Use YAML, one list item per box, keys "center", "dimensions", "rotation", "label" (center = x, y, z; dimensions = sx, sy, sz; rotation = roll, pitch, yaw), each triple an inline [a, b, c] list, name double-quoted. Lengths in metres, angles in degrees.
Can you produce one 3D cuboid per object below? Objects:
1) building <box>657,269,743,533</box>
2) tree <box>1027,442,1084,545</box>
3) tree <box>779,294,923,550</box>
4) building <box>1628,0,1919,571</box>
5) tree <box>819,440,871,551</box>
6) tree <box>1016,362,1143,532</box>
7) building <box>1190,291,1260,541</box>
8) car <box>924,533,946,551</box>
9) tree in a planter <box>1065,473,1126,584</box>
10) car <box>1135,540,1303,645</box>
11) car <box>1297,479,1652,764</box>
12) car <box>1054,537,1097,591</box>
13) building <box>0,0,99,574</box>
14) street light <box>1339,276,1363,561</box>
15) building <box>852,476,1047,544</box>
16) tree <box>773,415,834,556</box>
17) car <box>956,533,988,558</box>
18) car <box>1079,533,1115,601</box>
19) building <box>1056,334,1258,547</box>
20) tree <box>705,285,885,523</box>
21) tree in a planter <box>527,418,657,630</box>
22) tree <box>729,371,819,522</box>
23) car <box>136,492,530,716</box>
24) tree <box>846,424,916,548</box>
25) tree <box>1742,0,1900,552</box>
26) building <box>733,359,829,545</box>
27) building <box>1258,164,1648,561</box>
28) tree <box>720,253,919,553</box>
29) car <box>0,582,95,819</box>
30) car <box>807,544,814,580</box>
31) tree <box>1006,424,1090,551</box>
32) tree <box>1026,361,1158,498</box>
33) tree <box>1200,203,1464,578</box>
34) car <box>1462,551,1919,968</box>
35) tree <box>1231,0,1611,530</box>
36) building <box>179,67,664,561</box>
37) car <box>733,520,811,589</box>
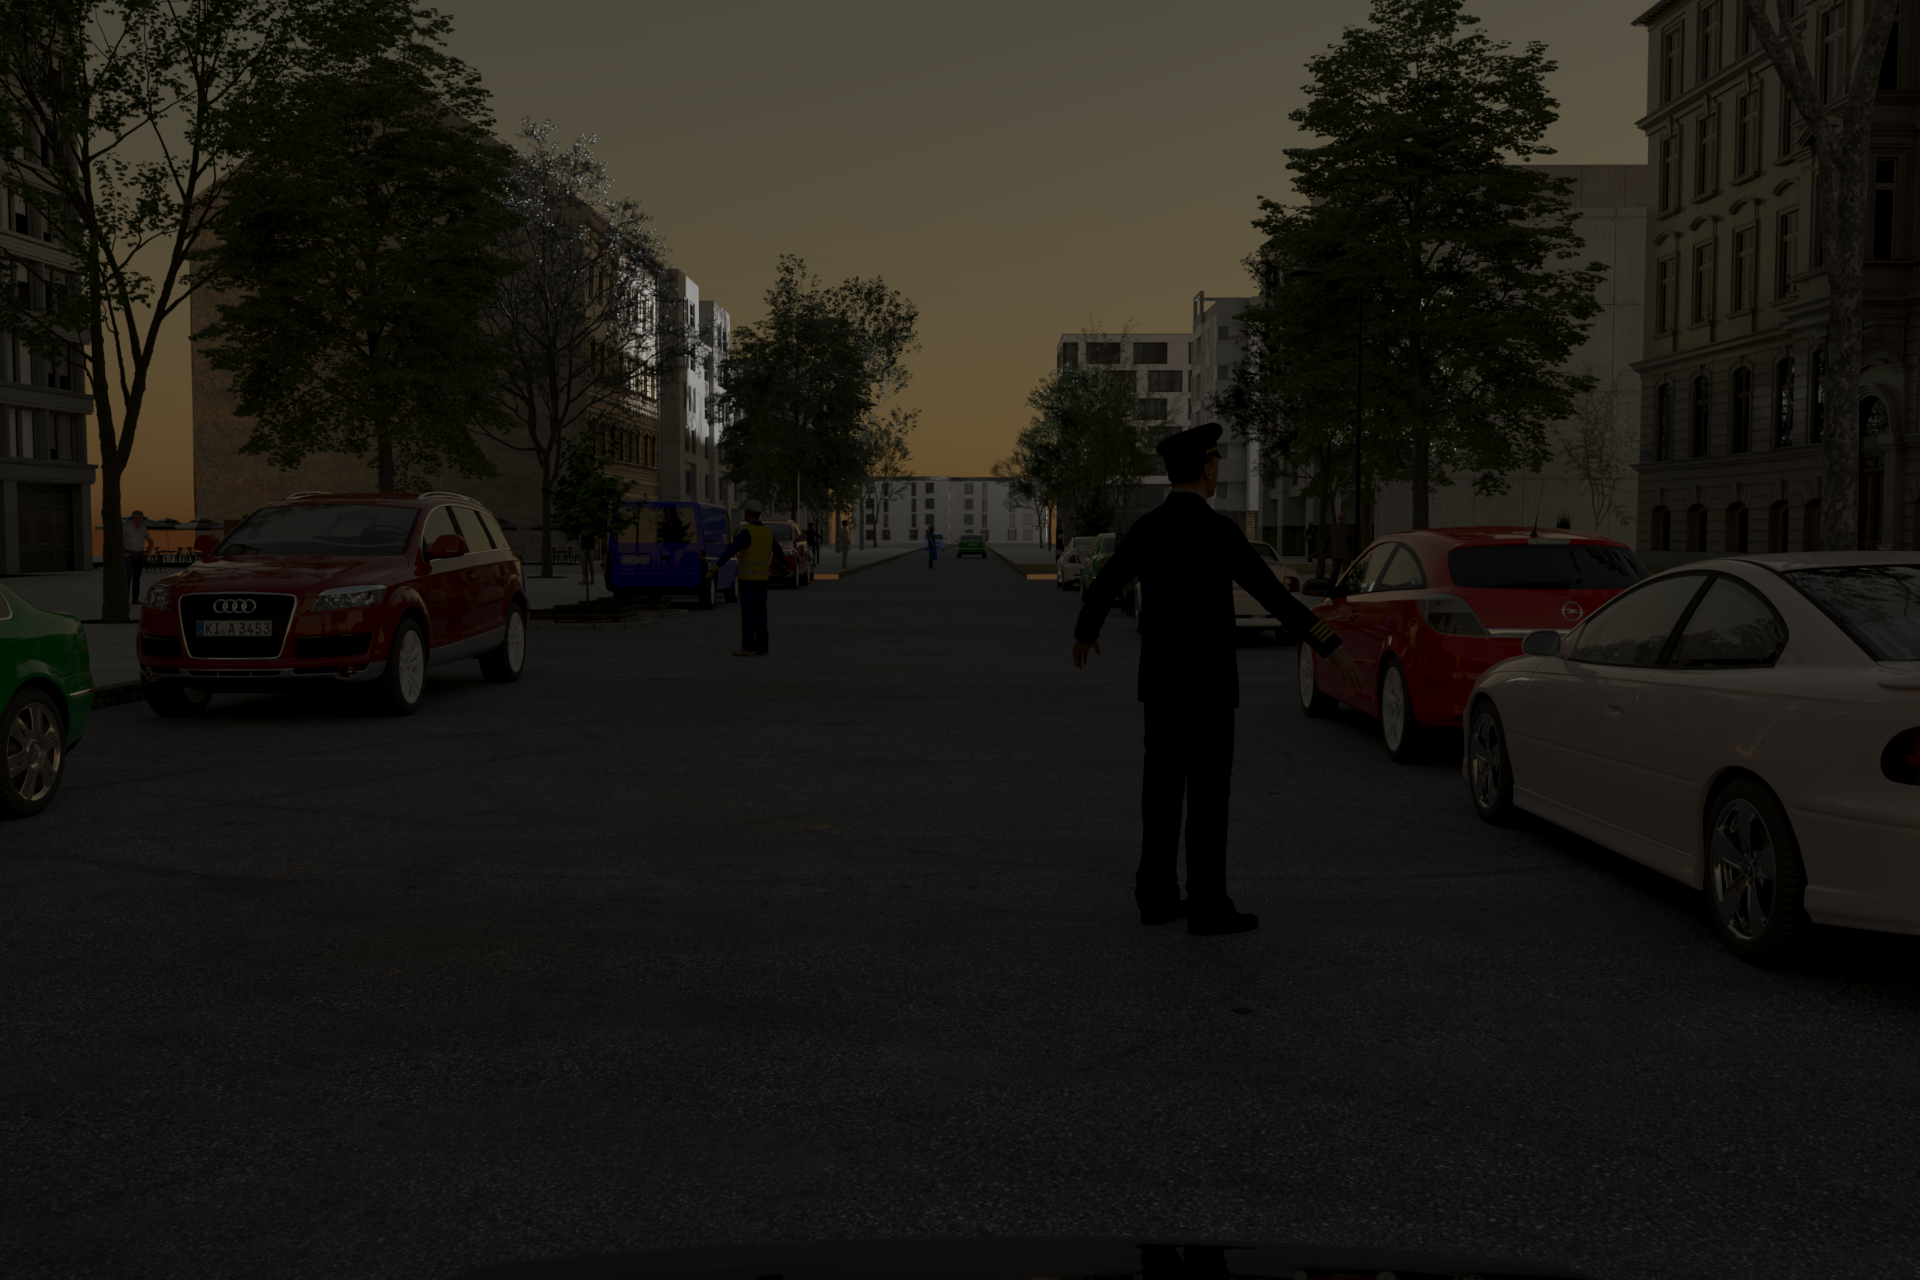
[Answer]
- center: [-26.967, -16.207, 131.447]
  dimensions: [16.747, 18.905, 31.486]
  rotation: [0, 4, 0]
  label: "building"
- center: [6.706, -9.851, 111.430]
  dimensions: [4.360, 8.622, 3.978]
  rotation: [0, 3, 0]
  label: "tree"
- center: [-9.019, -17.349, 139.546]
  dimensions: [12.611, 20.169, 13.585]
  rotation: [0, 3, 0]
  label: "tree"
- center: [29.562, -13.824, 45.114]
  dimensions: [14.460, 24.649, 34.723]
  rotation: [0, 3, 0]
  label: "building"
- center: [-8.378, -10.911, 128.752]
  dimensions: [4.737, 8.622, 4.395]
  rotation: [0, 3, 0]
  label: "tree"
- center: [7.184, -10.888, 103.777]
  dimensions: [9.928, 11.665, 9.643]
  rotation: [0, 3, 0]
  label: "tree"
- center: [23.257, -17.069, 135.501]
  dimensions: [16.016, 20.090, 11.380]
  rotation: [0, 3, 0]
  label: "building"
- center: [-2.135, -8.502, 148.599]
  dimensions: [1.945, 1.707, 3.694]
  rotation: [0, 4, 0]
  label: "car"
- center: [3.969, -3.261, 50.544]
  dimensions: [1.991, 3.239, 1.994]
  rotation: [0, 3, 0]
  label: "tree in a planter"
- center: [3.465, -0.692, 23.677]
  dimensions: [2.083, 1.381, 4.827]
  rotation: [0, 4, 1]
  label: "car"
- center: [3.594, -0.199, 12.290]
  dimensions: [2.155, 1.783, 4.494]
  rotation: [0, 3, 0]
  label: "car"
- center: [3.531, -2.017, 45.344]
  dimensions: [2.083, 1.381, 4.827]
  rotation: [0, 4, 1]
  label: "car"
- center: [-31.879, -12.248, 46.934]
  dimensions: [8.464, 21.280, 15.925]
  rotation: [0, 4, 1]
  label: "building"
- center: [7.573, -3.546, 30.513]
  dimensions: [1.470, 5.913, 1.316]
  rotation: [0, 3, 0]
  label: "street light"
- center: [-1.353, -18.752, 251.196]
  dimensions: [28.070, 9.664, 9.099]
  rotation: [0, 4, 4]
  label: "building"
- center: [-8.393, -9.270, 101.929]
  dimensions: [4.360, 8.622, 3.978]
  rotation: [0, 3, 0]
  label: "tree"
- center: [0.710, -5.814, 103.863]
  dimensions: [1.959, 1.807, 4.718]
  rotation: [0, 4, 0]
  label: "car"
- center: [3.467, -1.644, 35.672]
  dimensions: [1.959, 1.807, 4.718]
  rotation: [0, 3, 0]
  label: "car"
- center: [24.579, -21.339, 192.863]
  dimensions: [27.936, 21.610, 32.646]
  rotation: [0, 4, 1]
  label: "building"
- center: [-8.635, -11.257, 90.713]
  dimensions: [9.857, 13.997, 8.962]
  rotation: [0, 3, 0]
  label: "tree"
- center: [-5.803, -1.814, 26.881]
  dimensions: [1.991, 3.239, 1.994]
  rotation: [0, 4, 1]
  label: "tree in a planter"
- center: [-8.854, -7.841, 78.557]
  dimensions: [4.360, 8.622, 3.978]
  rotation: [0, 3, 0]
  label: "tree"
- center: [-5.313, -0.406, 15.306]
  dimensions: [2.281, 1.827, 5.304]
  rotation: [0, 4, 0]
  label: "car"
- center: [-7.886, -14.410, 161.357]
  dimensions: [9.928, 11.665, 9.643]
  rotation: [0, 3, 0]
  label: "tree"
- center: [9.392, -10.066, 20.476]
  dimensions: [12.611, 20.169, 13.585]
  rotation: [0, 3, 0]
  label: "tree"
- center: [-24.061, -19.862, 191.205]
  dimensions: [16.747, 18.905, 31.486]
  rotation: [0, 4, 0]
  label: "building"
- center: [26.840, -13.775, 91.679]
  dimensions: [16.747, 18.905, 31.486]
  rotation: [0, 4, 0]
  label: "building"
- center: [-9.433, -16.034, 118.043]
  dimensions: [12.611, 20.169, 13.585]
  rotation: [0, 3, 0]
  label: "tree"
- center: [-5.574, 0.085, 7.400]
  dimensions: [1.959, 1.807, 4.718]
  rotation: [0, 4, 0]
  label: "car"
- center: [-5.437, -2.469, 52.174]
  dimensions: [2.131, 1.459, 4.920]
  rotation: [0, 4, 0]
  label: "car"
- center: [7.065, -12.005, 130.700]
  dimensions: [7.601, 10.594, 8.767]
  rotation: [-3, 4, -38]
  label: "tree"
- center: [7.118, -9.761, 94.000]
  dimensions: [7.601, 10.594, 8.767]
  rotation: [-1, 4, -16]
  label: "tree"
- center: [10.224, -6.904, 47.297]
  dimensions: [7.601, 10.594, 8.767]
  rotation: [-1, 4, -13]
  label: "tree"
- center: [3.517, 0.322, 7.102]
  dimensions: [2.083, 1.381, 4.827]
  rotation: [0, 4, 0]
  label: "car"
- center: [9.287, -7.210, 36.016]
  dimensions: [7.486, 12.596, 7.792]
  rotation: [0, 3, 0]
  label: "tree"
- center: [-26.592, -15.834, 89.822]
  dimensions: [19.493, 23.208, 18.063]
  rotation: [0, 4, 1]
  label: "building"
- center: [-5.217, -2.329, 46.754]
  dimensions: [2.281, 1.827, 5.304]
  rotation: [0, 4, 0]
  label: "car"
